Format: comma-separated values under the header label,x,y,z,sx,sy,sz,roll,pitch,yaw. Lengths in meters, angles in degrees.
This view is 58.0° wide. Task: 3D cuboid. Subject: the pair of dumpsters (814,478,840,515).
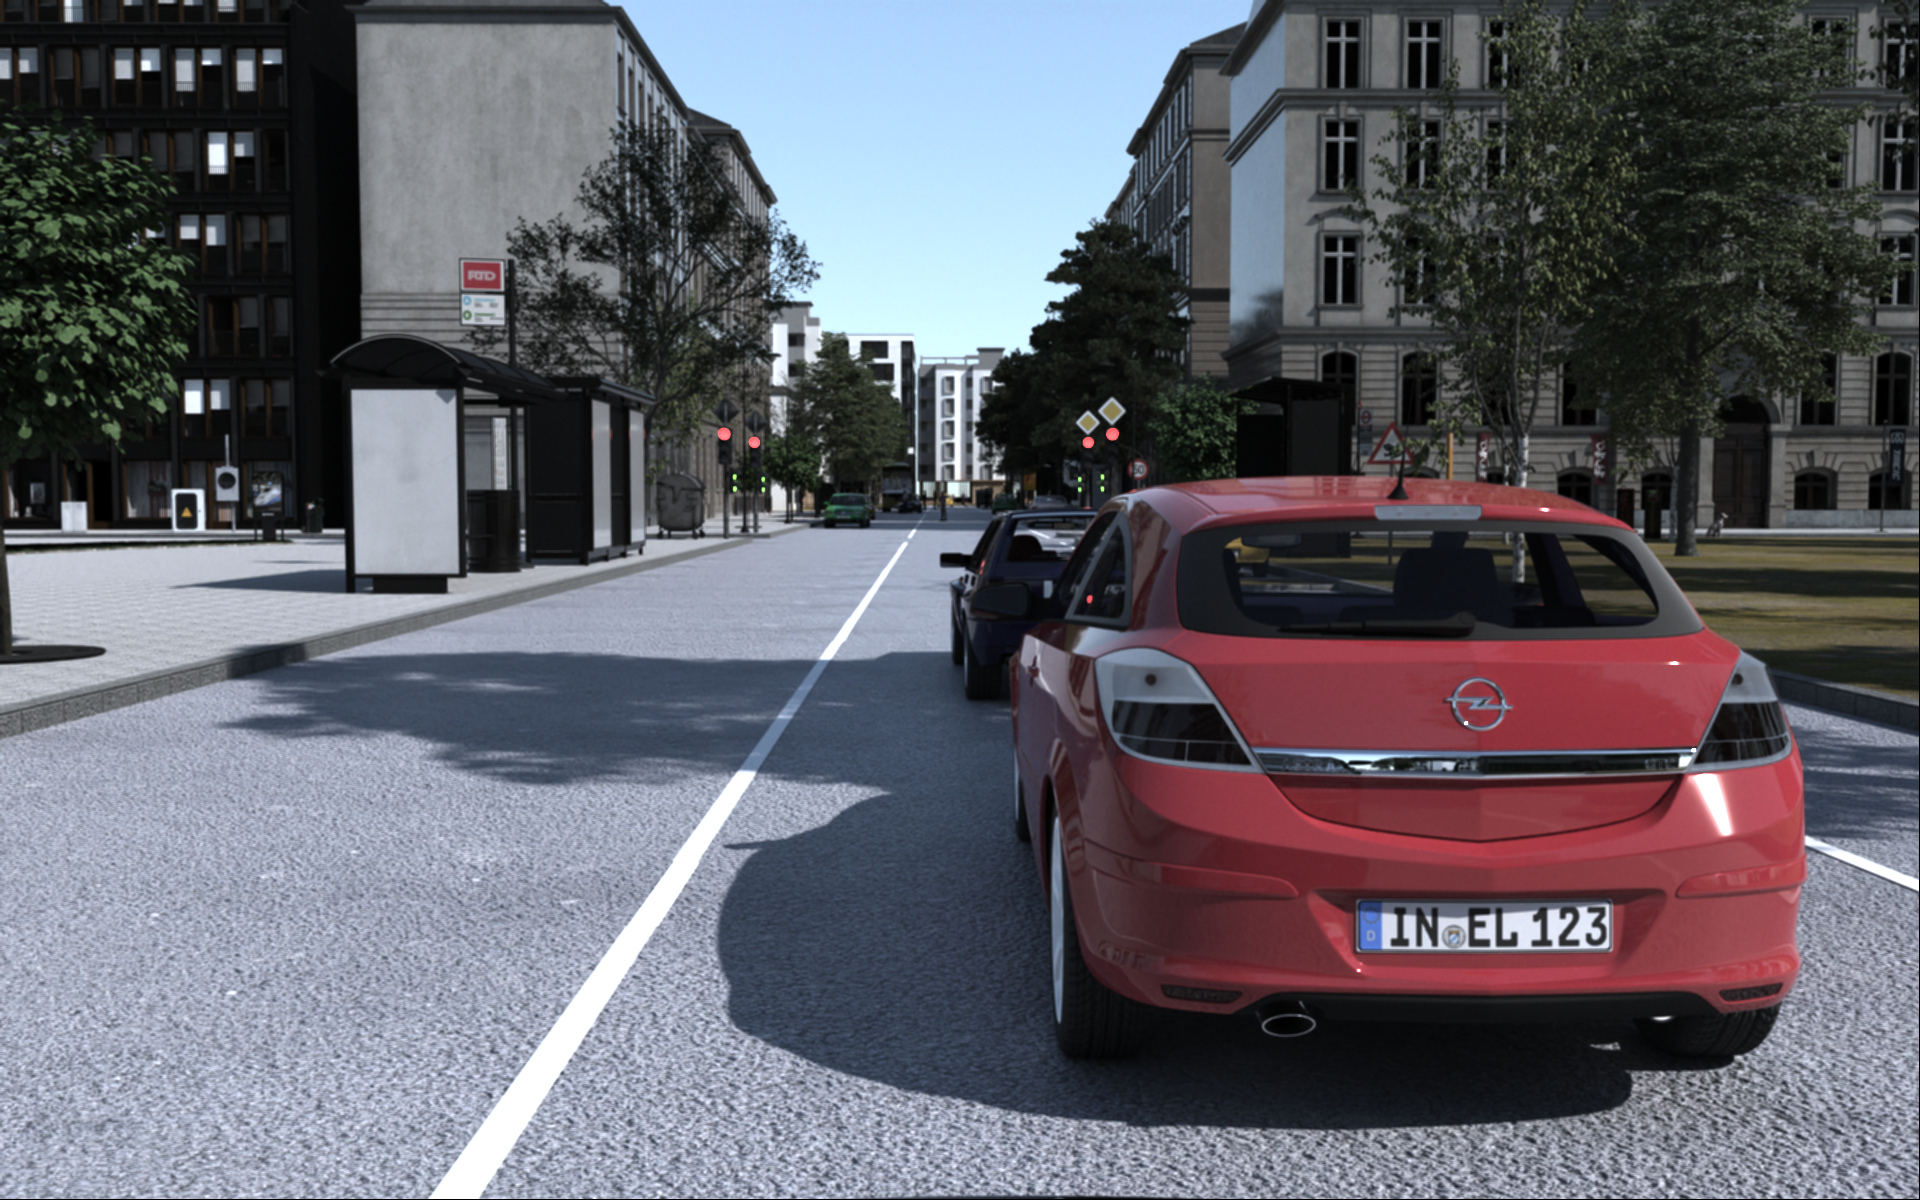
label,x,y,z,sx,sy,sz,roll,pitch,yaw
pair of dumpsters,-8.200,-6.305,105.582,1.574,2.255,4.436,0,4,-1

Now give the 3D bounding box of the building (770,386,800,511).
label,x,y,z,sx,sy,sz,roll,pitch,yaw
building,-18.149,-12.603,148.199,9.099,9.664,28.070,0,4,-1

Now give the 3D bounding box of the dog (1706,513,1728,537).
label,x,y,z,sx,sy,sz,roll,pitch,yaw
dog,24.098,-2.362,55.460,0.513,0.831,0.800,-2,4,-31

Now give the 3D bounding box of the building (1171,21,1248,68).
label,x,y,z,sx,sy,sz,roll,pitch,yaw
building,16.582,-18.221,95.171,12.463,27.353,25.104,0,4,-1

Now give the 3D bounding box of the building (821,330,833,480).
label,x,y,z,sx,sy,sz,roll,pitch,yaw
building,-30.611,-20.110,195.258,31.486,18.905,16.747,0,4,-1

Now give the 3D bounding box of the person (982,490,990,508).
label,x,y,z,sx,sy,sz,roll,pitch,yaw
person,2.658,-10.220,175.228,0.705,1.869,1.348,-2,4,-35

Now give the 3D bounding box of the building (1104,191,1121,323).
label,x,y,z,sx,sy,sz,roll,pitch,yaw
building,17.282,-19.754,120.239,12.463,27.353,25.104,0,4,-1

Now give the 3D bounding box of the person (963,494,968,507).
label,x,y,z,sx,sy,sz,roll,pitch,yaw
person,0.593,-11.036,192.172,0.421,1.427,0.697,-2,4,-34

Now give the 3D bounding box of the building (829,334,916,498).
label,x,y,z,sx,sy,sz,roll,pitch,yaw
building,-22.394,-23.912,234.938,32.646,21.610,27.936,0,4,-1

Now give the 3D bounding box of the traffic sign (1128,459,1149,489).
label,x,y,z,sx,sy,sz,roll,pitch,yaw
traffic sign,6.472,-3.842,62.924,0.768,2.556,0.104,0,4,6

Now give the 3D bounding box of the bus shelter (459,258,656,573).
label,x,y,z,sx,sy,sz,roll,pitch,yaw
bus shelter,-7.462,-3.343,32.282,2.179,5.291,8.768,0,4,-1

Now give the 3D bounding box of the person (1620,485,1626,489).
label,x,y,z,sx,sy,sz,roll,pitch,yaw
person,20.919,-2.761,54.568,0.530,1.710,0.541,1,4,19

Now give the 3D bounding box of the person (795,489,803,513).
label,x,y,z,sx,sy,sz,roll,pitch,yaw
person,-11.167,-6.912,119.971,0.541,1.710,0.530,1,4,19

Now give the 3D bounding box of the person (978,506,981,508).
label,x,y,z,sx,sy,sz,roll,pitch,yaw
person,2.057,-10.725,183.797,0.705,1.831,1.348,-1,4,-23

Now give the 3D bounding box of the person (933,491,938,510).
label,x,y,z,sx,sy,sz,roll,pitch,yaw
person,-2.224,-9.212,159.635,0.721,1.766,1.217,-1,4,-11

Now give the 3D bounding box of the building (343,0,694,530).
label,x,y,z,sx,sy,sz,roll,pitch,yaw
building,-16.971,-13.555,70.782,9.793,20.994,18.267,0,4,-1

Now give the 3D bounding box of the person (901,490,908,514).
label,x,y,z,sx,sy,sz,roll,pitch,yaw
person,-4.069,-7.208,127.281,0.436,1.711,0.756,-1,4,-16

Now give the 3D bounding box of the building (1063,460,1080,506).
label,x,y,z,sx,sy,sz,roll,pitch,yaw
building,14.697,-15.116,189.298,9.099,9.664,28.070,0,4,-1

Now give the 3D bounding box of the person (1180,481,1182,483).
label,x,y,z,sx,sy,sz,roll,pitch,yaw
person,7.914,-3.376,61.948,0.576,1.737,0.504,-2,4,-29

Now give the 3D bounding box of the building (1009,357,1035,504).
label,x,y,z,sx,sy,sz,roll,pitch,yaw
building,11.472,-22.824,229.594,11.380,20.091,16.016,0,4,-1

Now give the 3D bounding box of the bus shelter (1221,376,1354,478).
label,x,y,z,sx,sy,sz,roll,pitch,yaw
bus shelter,7.018,-2.835,37.640,1.731,3.624,6.357,0,4,-1

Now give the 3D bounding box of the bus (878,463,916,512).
label,x,y,z,sx,sy,sz,roll,pitch,yaw
bus,-5.048,-9.056,139.616,2.896,3.916,12.252,0,4,-2

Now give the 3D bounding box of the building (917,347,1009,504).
label,x,y,z,sx,sy,sz,roll,pitch,yaw
building,0.091,-22.825,229.615,11.380,20.091,16.016,0,4,-1

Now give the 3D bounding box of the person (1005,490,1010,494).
label,x,y,z,sx,sy,sz,roll,pitch,yaw
person,4.873,-10.296,175.099,1.217,1.735,0.721,3,5,41

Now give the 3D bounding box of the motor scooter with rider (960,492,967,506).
label,x,y,z,sx,sy,sz,roll,pitch,yaw
motor scooter with rider,0.492,-12.131,207.306,0.876,1.779,1.986,0,4,-1

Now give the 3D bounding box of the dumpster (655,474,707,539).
label,x,y,z,sx,sy,sz,roll,pitch,yaw
dumpster,-7.998,-2.681,49.590,1.264,1.857,1.865,0,4,-1

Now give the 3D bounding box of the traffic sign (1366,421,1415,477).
label,x,y,z,sx,sy,sz,roll,pitch,yaw
traffic sign,7.721,-1.897,31.021,0.884,2.594,0.081,0,4,7

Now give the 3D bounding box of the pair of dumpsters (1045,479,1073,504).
label,x,y,z,sx,sy,sz,roll,pitch,yaw
pair of dumpsters,6.426,-6.708,112.176,1.574,2.255,4.436,0,4,-1

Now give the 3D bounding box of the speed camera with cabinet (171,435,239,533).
label,x,y,z,sx,sy,sz,roll,pitch,yaw
speed camera with cabinet,-25.016,-3.856,57.387,2.038,3.252,0.660,-1,4,-20

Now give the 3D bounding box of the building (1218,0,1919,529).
label,x,y,z,sx,sy,sz,roll,pitch,yaw
building,28.651,-15.265,68.670,34.723,24.649,14.460,0,4,-1

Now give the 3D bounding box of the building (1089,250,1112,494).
label,x,y,z,sx,sy,sz,roll,pitch,yaw
building,24.794,-19.252,158.749,27.936,21.610,32.646,0,4,-1

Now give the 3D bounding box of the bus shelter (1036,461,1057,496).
label,x,y,z,sx,sy,sz,roll,pitch,yaw
bus shelter,5.864,-7.821,119.164,1.731,3.624,6.357,0,4,0

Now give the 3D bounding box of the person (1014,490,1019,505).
label,x,y,z,sx,sy,sz,roll,pitch,yaw
person,6.816,-12.129,204.371,1.348,1.821,0.705,2,4,29

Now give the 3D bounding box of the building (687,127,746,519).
label,x,y,z,sx,sy,sz,roll,pitch,yaw
building,-18.075,-15.550,90.394,11.583,22.565,21.152,0,4,-1

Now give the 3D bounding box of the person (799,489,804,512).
label,x,y,z,sx,sy,sz,roll,pitch,yaw
person,-11.085,-6.974,121.535,0.593,1.643,0.415,3,5,44

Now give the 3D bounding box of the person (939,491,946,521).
label,x,y,z,sx,sy,sz,roll,pitch,yaw
person,-0.916,-4.962,91.694,0.319,1.574,0.516,-2,4,-28

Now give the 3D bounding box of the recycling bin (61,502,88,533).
label,x,y,z,sx,sy,sz,roll,pitch,yaw
recycling bin,-29.034,-2.705,56.779,0.722,1.027,0.722,-1,4,-22

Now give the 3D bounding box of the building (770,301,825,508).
label,x,y,z,sx,sy,sz,roll,pitch,yaw
building,-21.072,-19.028,167.534,16.016,20.091,11.380,0,4,-1

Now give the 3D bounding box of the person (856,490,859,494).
label,x,y,z,sx,sy,sz,roll,pitch,yaw
person,-11.534,-11.345,192.049,1.217,1.766,0.721,-3,5,-43

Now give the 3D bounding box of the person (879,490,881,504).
label,x,y,z,sx,sy,sz,roll,pitch,yaw
person,-9.321,-12.081,204.235,0.621,1.740,0.551,0,4,-2

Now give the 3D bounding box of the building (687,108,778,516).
label,x,y,z,sx,sy,sz,roll,pitch,yaw
building,-19.209,-19.331,113.322,12.463,27.353,25.104,0,4,-1

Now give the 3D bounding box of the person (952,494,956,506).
label,x,y,z,sx,sy,sz,roll,pitch,yaw
person,-0.764,-11.939,206.883,0.628,1.438,0.799,-1,4,-10

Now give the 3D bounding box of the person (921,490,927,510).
label,x,y,z,sx,sy,sz,roll,pitch,yaw
person,-3.223,-8.863,153.930,0.721,1.766,1.217,1,4,17

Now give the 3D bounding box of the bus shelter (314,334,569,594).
label,x,y,z,sx,sy,sz,roll,pitch,yaw
bus shelter,-7.169,-1.882,24.696,2.014,3.302,5.546,0,4,-1

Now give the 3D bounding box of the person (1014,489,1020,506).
label,x,y,z,sx,sy,sz,roll,pitch,yaw
person,5.681,-9.799,166.977,1.217,1.735,0.721,-1,4,-22

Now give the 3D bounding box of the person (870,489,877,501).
label,x,y,z,sx,sy,sz,roll,pitch,yaw
person,-9.355,-10.974,185.472,0.705,1.823,1.348,-3,5,-40

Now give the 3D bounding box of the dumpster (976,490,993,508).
label,x,y,z,sx,sy,sz,roll,pitch,yaw
dumpster,2.528,-10.474,179.466,1.865,1.857,1.264,0,3,0

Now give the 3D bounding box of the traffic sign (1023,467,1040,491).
label,x,y,z,sx,sy,sz,roll,pitch,yaw
traffic sign,5.828,-8.261,128.943,2.265,3.308,0.079,0,4,6

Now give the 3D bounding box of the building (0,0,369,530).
label,x,y,z,sx,sy,sz,roll,pitch,yaw
building,-31.395,-14.549,67.554,15.834,23.373,12.332,0,4,-1

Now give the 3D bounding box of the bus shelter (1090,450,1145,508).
label,x,y,z,sx,sy,sz,roll,pitch,yaw
bus shelter,6.616,-4.921,74.383,2.014,3.302,5.546,0,4,-1
